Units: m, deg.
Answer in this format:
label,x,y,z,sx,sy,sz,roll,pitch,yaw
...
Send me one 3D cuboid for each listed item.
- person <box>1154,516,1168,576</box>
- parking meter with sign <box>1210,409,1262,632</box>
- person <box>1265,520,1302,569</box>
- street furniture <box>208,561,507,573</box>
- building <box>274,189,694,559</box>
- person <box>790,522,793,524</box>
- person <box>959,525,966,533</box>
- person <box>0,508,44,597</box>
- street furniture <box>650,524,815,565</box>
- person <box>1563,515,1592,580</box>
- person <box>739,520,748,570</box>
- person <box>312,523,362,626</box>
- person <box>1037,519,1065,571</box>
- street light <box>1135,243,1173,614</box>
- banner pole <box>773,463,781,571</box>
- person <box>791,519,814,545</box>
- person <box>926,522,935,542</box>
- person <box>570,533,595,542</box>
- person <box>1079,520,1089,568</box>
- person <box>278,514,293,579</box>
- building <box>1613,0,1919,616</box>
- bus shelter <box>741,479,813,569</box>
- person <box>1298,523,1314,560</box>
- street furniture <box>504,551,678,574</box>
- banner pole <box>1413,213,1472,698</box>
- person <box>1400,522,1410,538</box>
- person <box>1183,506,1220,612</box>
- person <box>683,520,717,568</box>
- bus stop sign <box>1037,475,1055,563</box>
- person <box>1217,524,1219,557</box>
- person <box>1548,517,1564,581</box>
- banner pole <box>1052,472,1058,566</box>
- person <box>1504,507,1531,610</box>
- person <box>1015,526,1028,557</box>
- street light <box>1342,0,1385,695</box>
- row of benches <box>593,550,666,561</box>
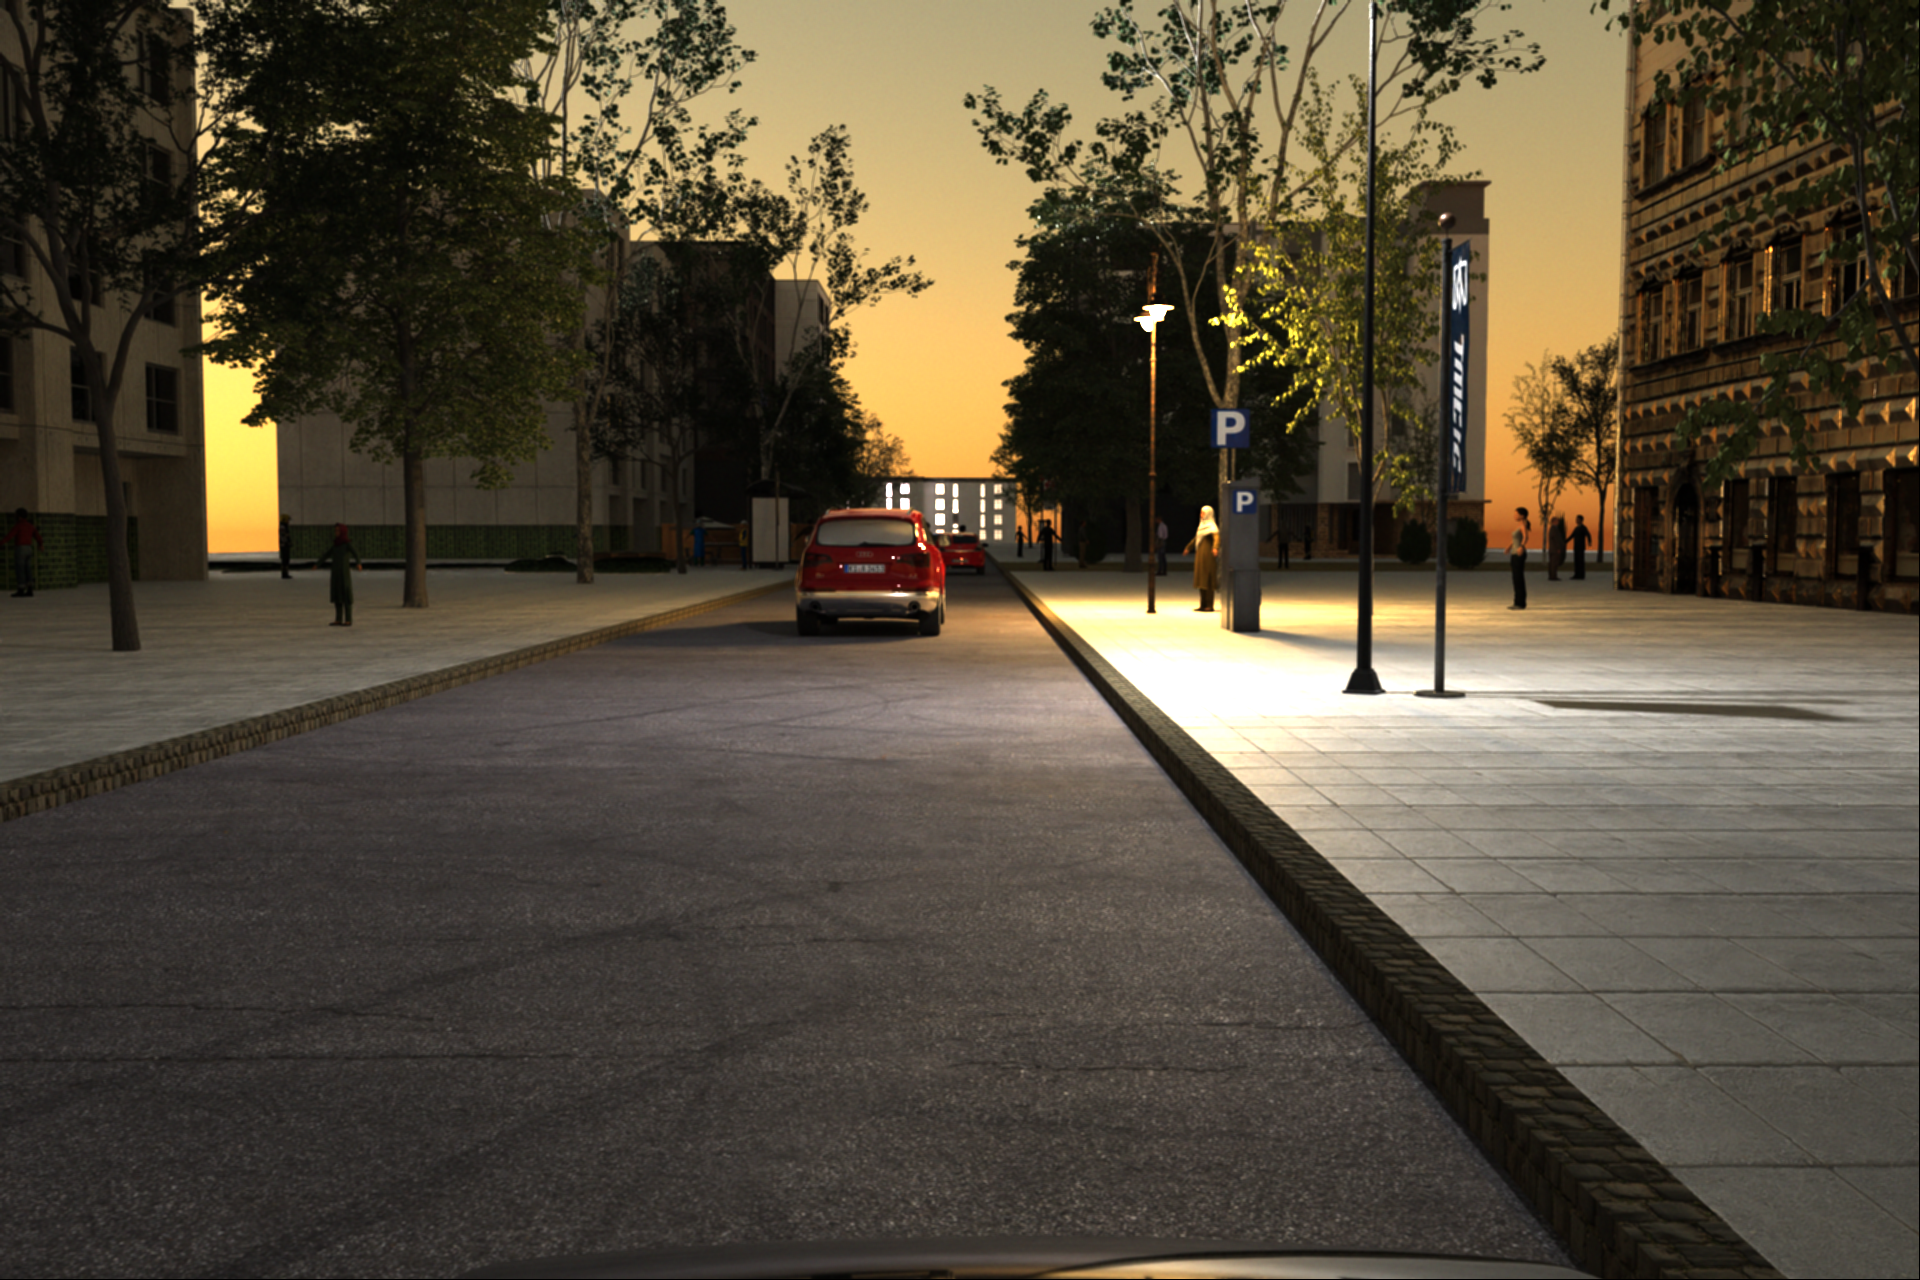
label,x,y,z,sx,sy,sz,roll,pitch,yaw
person,6.041,-2.884,53.070,0.599,1.838,0.709,2,4,24
parking meter with sign,3.754,-1.656,23.333,0.543,3.016,1.738,0,4,0
person,12.061,-3.574,64.565,1.348,1.813,0.705,0,4,7
street furniture,-31.138,-3.896,68.736,27.439,1.986,14.083,3,4,36
building,-26.870,-14.574,104.750,16.747,18.905,31.486,0,4,0
person,-8.174,-4.777,83.959,1.347,1.847,0.705,2,4,33
person,0.164,-4.164,76.684,0.704,1.843,1.345,-1,4,-18
person,-19.153,-1.788,35.345,0.704,1.816,1.345,1,4,13
street furniture,-9.753,-4.271,76.693,11.010,1.723,9.812,2,4,26
person,17.489,-2.625,48.973,0.704,1.823,1.345,-1,4,-14
person,-7.798,-3.385,61.811,0.721,1.772,1.216,-1,4,-8
person,-8.690,-0.916,24.192,0.989,1.438,0.599,2,4,31
person,3.108,-3.320,60.508,0.704,1.802,1.346,-3,5,-42
street light,3.098,-3.368,27.847,0.468,5.910,1.993,0,4,0
banner pole,-6.444,-4.355,61.228,0.401,3.779,0.863,0,4,2
person,-5.224,-3.322,60.448,1.346,1.812,0.704,0,4,3
person,-1.094,-2.820,54.743,0.705,1.806,1.347,-2,4,-32
person,-18.583,-4.856,85.360,1.349,1.833,0.705,1,4,15
person,4.669,-3.632,65.652,0.705,1.796,1.348,0,4,-6
person,-19.440,-2.703,49.965,0.704,1.858,1.351,-1,4,-16
building,24.240,-12.178,30.040,19.493,23.208,18.063,0,4,0
bus shelter,-6.965,-4.432,66.394,2.014,3.302,5.546,0,4,2
person,17.390,-4.950,86.704,0.705,1.856,1.354,3,5,43
street furniture,-12.518,-2.721,60.116,5.734,0.657,10.072,0,4,-4
banner pole,3.797,-1.429,13.384,0.401,3.779,0.863,0,4,0
person,21.390,-4.716,82.879,0.705,1.858,1.354,2,4,32
person,3.977,-1.329,28.508,0.721,1.736,1.217,-1,4,-17
person,-9.959,-3.673,66.185,1.347,1.817,0.704,-2,4,-24
bus stop sign,3.899,-5.446,77.741,0.855,3.939,0.416,0,4,0
person,14.229,-5.468,95.340,0.705,1.837,1.347,-2,4,-23
person,16.491,-2.527,47.916,0.434,1.755,0.990,1,4,10
banner pole,3.797,-4.807,68.610,0.401,3.779,0.863,0,4,0
person,9.452,-1.389,29.515,0.721,1.737,1.217,0,4,7
person,3.388,-5.424,95.395,0.721,1.740,1.216,2,4,34
street light,3.806,-2.524,13.811,1.470,5.913,1.316,0,4,1
row of benches,-13.231,-3.200,67.782,1.422,0.672,4.104,3,4,37
